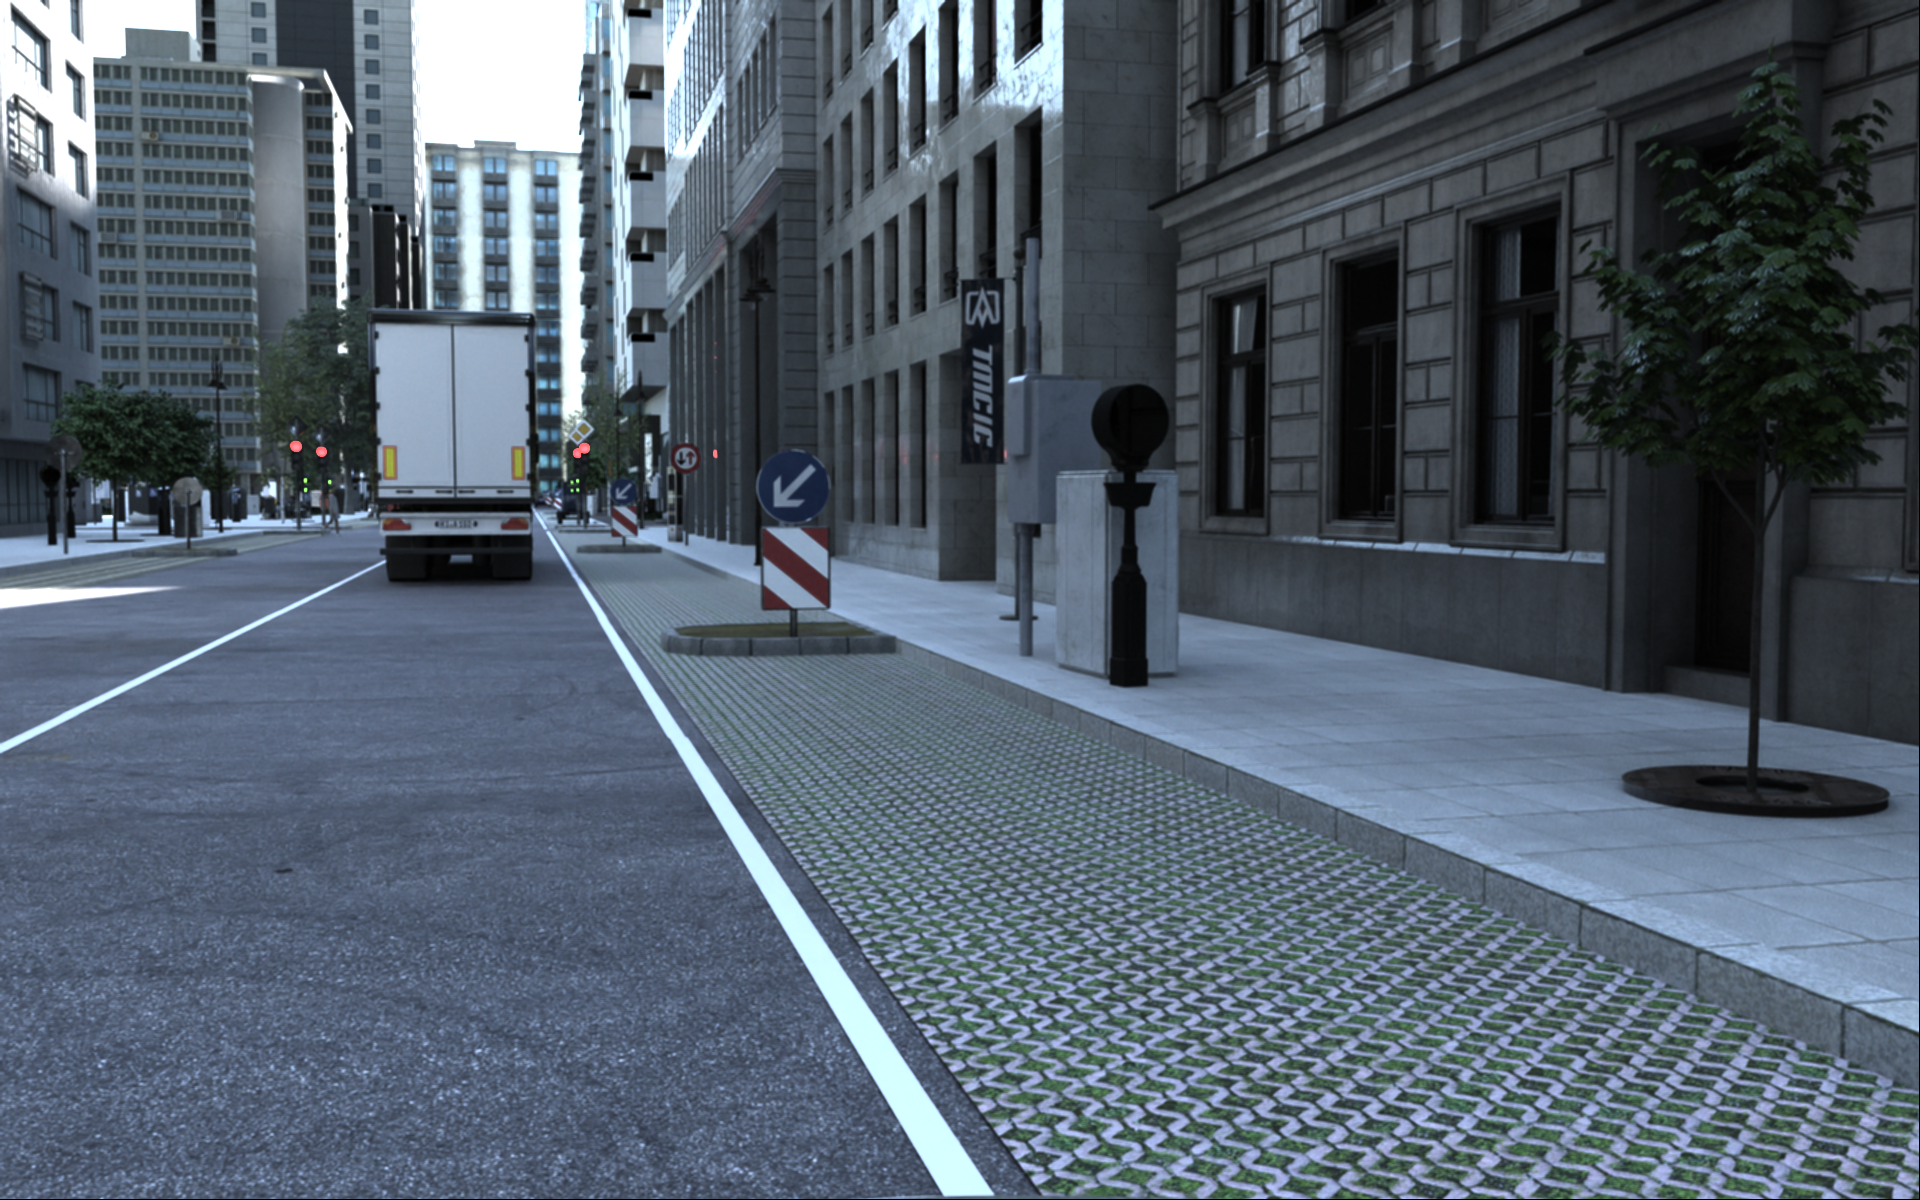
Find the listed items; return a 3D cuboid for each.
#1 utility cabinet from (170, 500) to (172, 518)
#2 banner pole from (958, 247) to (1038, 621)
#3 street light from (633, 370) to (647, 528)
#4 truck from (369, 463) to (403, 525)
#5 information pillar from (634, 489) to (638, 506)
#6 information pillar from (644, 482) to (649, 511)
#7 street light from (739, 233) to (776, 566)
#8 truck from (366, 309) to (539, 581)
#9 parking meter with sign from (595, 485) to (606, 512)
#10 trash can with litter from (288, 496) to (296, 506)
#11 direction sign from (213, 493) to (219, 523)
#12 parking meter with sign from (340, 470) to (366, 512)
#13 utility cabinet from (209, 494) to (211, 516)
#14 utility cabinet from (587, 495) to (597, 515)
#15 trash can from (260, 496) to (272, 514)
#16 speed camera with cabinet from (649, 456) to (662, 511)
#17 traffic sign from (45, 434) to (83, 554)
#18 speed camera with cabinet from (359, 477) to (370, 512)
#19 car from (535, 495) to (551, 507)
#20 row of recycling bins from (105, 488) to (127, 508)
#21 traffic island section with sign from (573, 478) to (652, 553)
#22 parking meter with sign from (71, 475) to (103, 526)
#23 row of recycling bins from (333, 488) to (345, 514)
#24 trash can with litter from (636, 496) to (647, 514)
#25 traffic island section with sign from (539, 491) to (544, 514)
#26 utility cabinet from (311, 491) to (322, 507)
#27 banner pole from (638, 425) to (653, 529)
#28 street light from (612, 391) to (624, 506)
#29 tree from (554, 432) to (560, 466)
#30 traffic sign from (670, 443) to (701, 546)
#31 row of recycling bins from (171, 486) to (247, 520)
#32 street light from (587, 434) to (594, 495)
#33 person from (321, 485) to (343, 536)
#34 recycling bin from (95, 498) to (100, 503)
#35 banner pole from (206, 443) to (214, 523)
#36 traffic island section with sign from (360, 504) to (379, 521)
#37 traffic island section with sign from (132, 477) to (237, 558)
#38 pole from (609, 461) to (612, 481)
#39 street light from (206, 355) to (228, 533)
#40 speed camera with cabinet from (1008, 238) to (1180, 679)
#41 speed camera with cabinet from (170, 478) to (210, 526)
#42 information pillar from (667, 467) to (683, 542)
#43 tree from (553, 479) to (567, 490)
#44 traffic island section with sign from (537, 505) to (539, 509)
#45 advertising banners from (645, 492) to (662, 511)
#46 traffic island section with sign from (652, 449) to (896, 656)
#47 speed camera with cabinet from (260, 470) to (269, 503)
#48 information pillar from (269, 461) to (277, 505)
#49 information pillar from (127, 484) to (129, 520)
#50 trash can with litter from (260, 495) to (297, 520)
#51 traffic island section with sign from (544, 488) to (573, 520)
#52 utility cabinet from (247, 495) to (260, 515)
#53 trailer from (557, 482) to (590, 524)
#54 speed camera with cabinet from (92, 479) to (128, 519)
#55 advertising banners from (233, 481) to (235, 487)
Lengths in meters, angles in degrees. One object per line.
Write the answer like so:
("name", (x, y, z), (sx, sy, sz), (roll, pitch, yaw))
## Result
("utility cabinet", (-42.321, -5.126, 92.496), (0.318, 1.500, 1.173), (-2, 4, -28))
("banner pole", (0.384, -1.695, 17.723), (0.863, 3.779, 0.401), (1, 4, 19))
("street light", (-11.876, -5.604, 64.414), (0.468, 5.910, 1.993), (-1, 4, -14))
("truck", (-24.150, -5.371, 76.728), (2.839, 4.237, 11.283), (-1, 4, -12))
("information pillar", (-27.266, -8.641, 145.774), (0.304, 2.012, 0.304), (-2, 4, -25))
("information pillar", (-19.046, -6.179, 105.511), (0.304, 2.012, 0.304), (1, 4, 14))
("street light", (-3.617, -3.558, 30.955), (0.468, 5.910, 1.993), (-1, 4, -14))
("truck", (-9.144, -2.630, 31.912), (2.839, 4.237, 11.283), (-1, 4, -15))
("parking meter with sign", (-25.422, -7.635, 121.085), (1.738, 3.016, 0.543), (2, 4, 29))
("trash can with litter", (-47.624, -6.865, 123.631), (0.624, 1.170, 1.055), (0, 4, -4))
("direction sign", (-32.801, -5.165, 76.449), (0.379, 3.537, 0.876), (-1, 4, -22))
("parking meter with sign", (-43.274, -7.792, 123.665), (0.543, 3.016, 1.738), (2, 4, 32))
("utility cabinet", (-44.073, -5.612, 100.441), (1.173, 1.500, 0.318), (0, 4, 4))
("utility cabinet", (-22.263, -5.725, 104.765), (0.306, 1.237, 1.020), (-2, 4, -31))
("trash can", (-42.934, -5.845, 107.225), (0.748, 1.137, 0.748), (0, 3, 0))
("speed camera with cabinet", (-15.282, -5.834, 89.716), (0.660, 3.252, 2.038), (2, 4, 25))
("traffic sign", (-19.160, -2.259, 37.045), (0.768, 2.556, 0.104), (0, 4, -6))
("speed camera with cabinet", (-43.448, -8.028, 125.594), (0.660, 3.252, 2.038), (0, 4, 2))
("car", (-45.721, -10.841, 189.826), (1.945, 1.354, 3.894), (-1, 4, -14))
("row of recycling bins", (-54.308, -6.410, 111.911), (1.069, 1.692, 3.534), (-3, 5, -42))
("traffic island section with sign", (-8.398, -2.072, 42.513), (1.989, 1.847, 2.006), (-1, 4, -14))
("parking meter with sign", (-39.127, -4.954, 77.259), (0.543, 3.016, 1.738), (1, 4, 20))
("row of recycling bins", (-40.296, -6.457, 112.677), (1.069, 1.692, 3.534), (-1, 4, -10))
("trash can with litter", (-17.912, -5.337, 98.651), (1.055, 1.170, 0.624), (1, 4, 18))
("traffic island section with sign", (-28.560, -6.971, 122.611), (1.989, 1.847, 2.006), (-1, 4, -14))
("utility cabinet", (-47.713, -7.302, 128.068), (0.318, 1.500, 1.173), (2, 4, 26))
("banner pole", (-11.395, -4.458, 62.898), (0.401, 3.779, 0.863), (-3, 5, -44))
("street light", (-15.367, -6.423, 77.812), (0.468, 5.910, 1.993), (-1, 4, -14))
("tree", (-34.347, -12.565, 155.801), (4.737, 8.622, 4.395), (0, 3, 0))
("traffic sign", (-6.805, -2.627, 43.057), (0.768, 2.556, 0.104), (0, 4, -6))
("row of recycling bins", (-37.612, -4.876, 86.834), (3.534, 1.692, 1.069), (-3, 4, -37))
("street light", (-23.747, -8.477, 111.389), (0.468, 5.910, 1.993), (-1, 4, -14))
("person", (-21.376, -3.040, 58.955), (0.466, 1.731, 0.760), (2, 4, 35))
("recycling bin", (-64.879, -7.157, 129.578), (0.722, 1.027, 0.722), (1, 4, 12))
("banner pole", (-33.831, -5.397, 78.250), (0.401, 3.779, 0.863), (1, 4, 12))
("traffic island section with sign", (-31.390, -5.213, 93.855), (1.989, 1.847, 2.006), (-1, 4, -14))
("traffic island section with sign", (-17.827, -1.915, 39.938), (1.989, 1.847, 2.006), (-1, 4, -14))
("pole", (-21.309, -6.832, 105.548), (0.158, 3.312, 0.155), (0, 3, 0))
("street light", (-24.690, -5.193, 57.701), (0.468, 5.910, 1.993), (-1, 4, -14))
("speed camera with cabinet", (0.959, -1.136, 12.907), (0.660, 3.252, 2.038), (-1, 4, -18))
("speed camera with cabinet", (-30.551, -4.544, 68.627), (0.660, 3.252, 2.038), (0, 4, 6))
("information pillar", (-7.655, -2.573, 46.559), (0.304, 2.012, 0.304), (2, 4, 29))
("tree", (-48.882, -13.258, 211.361), (1.663, 3.219, 1.824), (0, 3, 0))
("traffic island section with sign", (-40.837, -9.956, 171.407), (1.989, 1.847, 2.006), (-1, 4, -14))
("advertising banners", (-15.793, -5.900, 92.659), (2.074, 3.025, 0.090), (-1, 4, -20))
("traffic island section with sign", (-1.766, -0.461, 16.163), (1.989, 1.847, 2.006), (-1, 4, -14))
("speed camera with cabinet", (-52.841, -8.403, 131.730), (0.660, 3.252, 2.038), (-2, 4, -27))
("information pillar", (-46.739, -7.736, 117.832), (0.504, 3.616, 0.183), (0, 4, 5))
("information pillar", (-39.958, -4.836, 83.557), (0.304, 2.012, 0.304), (-1, 4, -13))
("trash can with litter", (-33.709, -4.564, 85.673), (2.233, 1.210, 1.678), (-2, 4, -35))
("traffic island section with sign", (-21.917, -5.357, 96.221), (1.989, 1.847, 2.006), (-1, 4, -14))
("utility cabinet", (-43.016, -5.740, 105.014), (0.306, 1.237, 1.020), (3, 4, 38))
("trailer", (-18.293, -4.567, 81.711), (1.471, 1.999, 3.904), (-1, 4, -15))
("speed camera with cabinet", (-44.090, -5.866, 90.239), (2.038, 3.252, 0.660), (0, 4, 2))
("advertising banners", (-57.480, -8.591, 136.647), (0.090, 3.025, 2.074), (-2, 4, -35))
